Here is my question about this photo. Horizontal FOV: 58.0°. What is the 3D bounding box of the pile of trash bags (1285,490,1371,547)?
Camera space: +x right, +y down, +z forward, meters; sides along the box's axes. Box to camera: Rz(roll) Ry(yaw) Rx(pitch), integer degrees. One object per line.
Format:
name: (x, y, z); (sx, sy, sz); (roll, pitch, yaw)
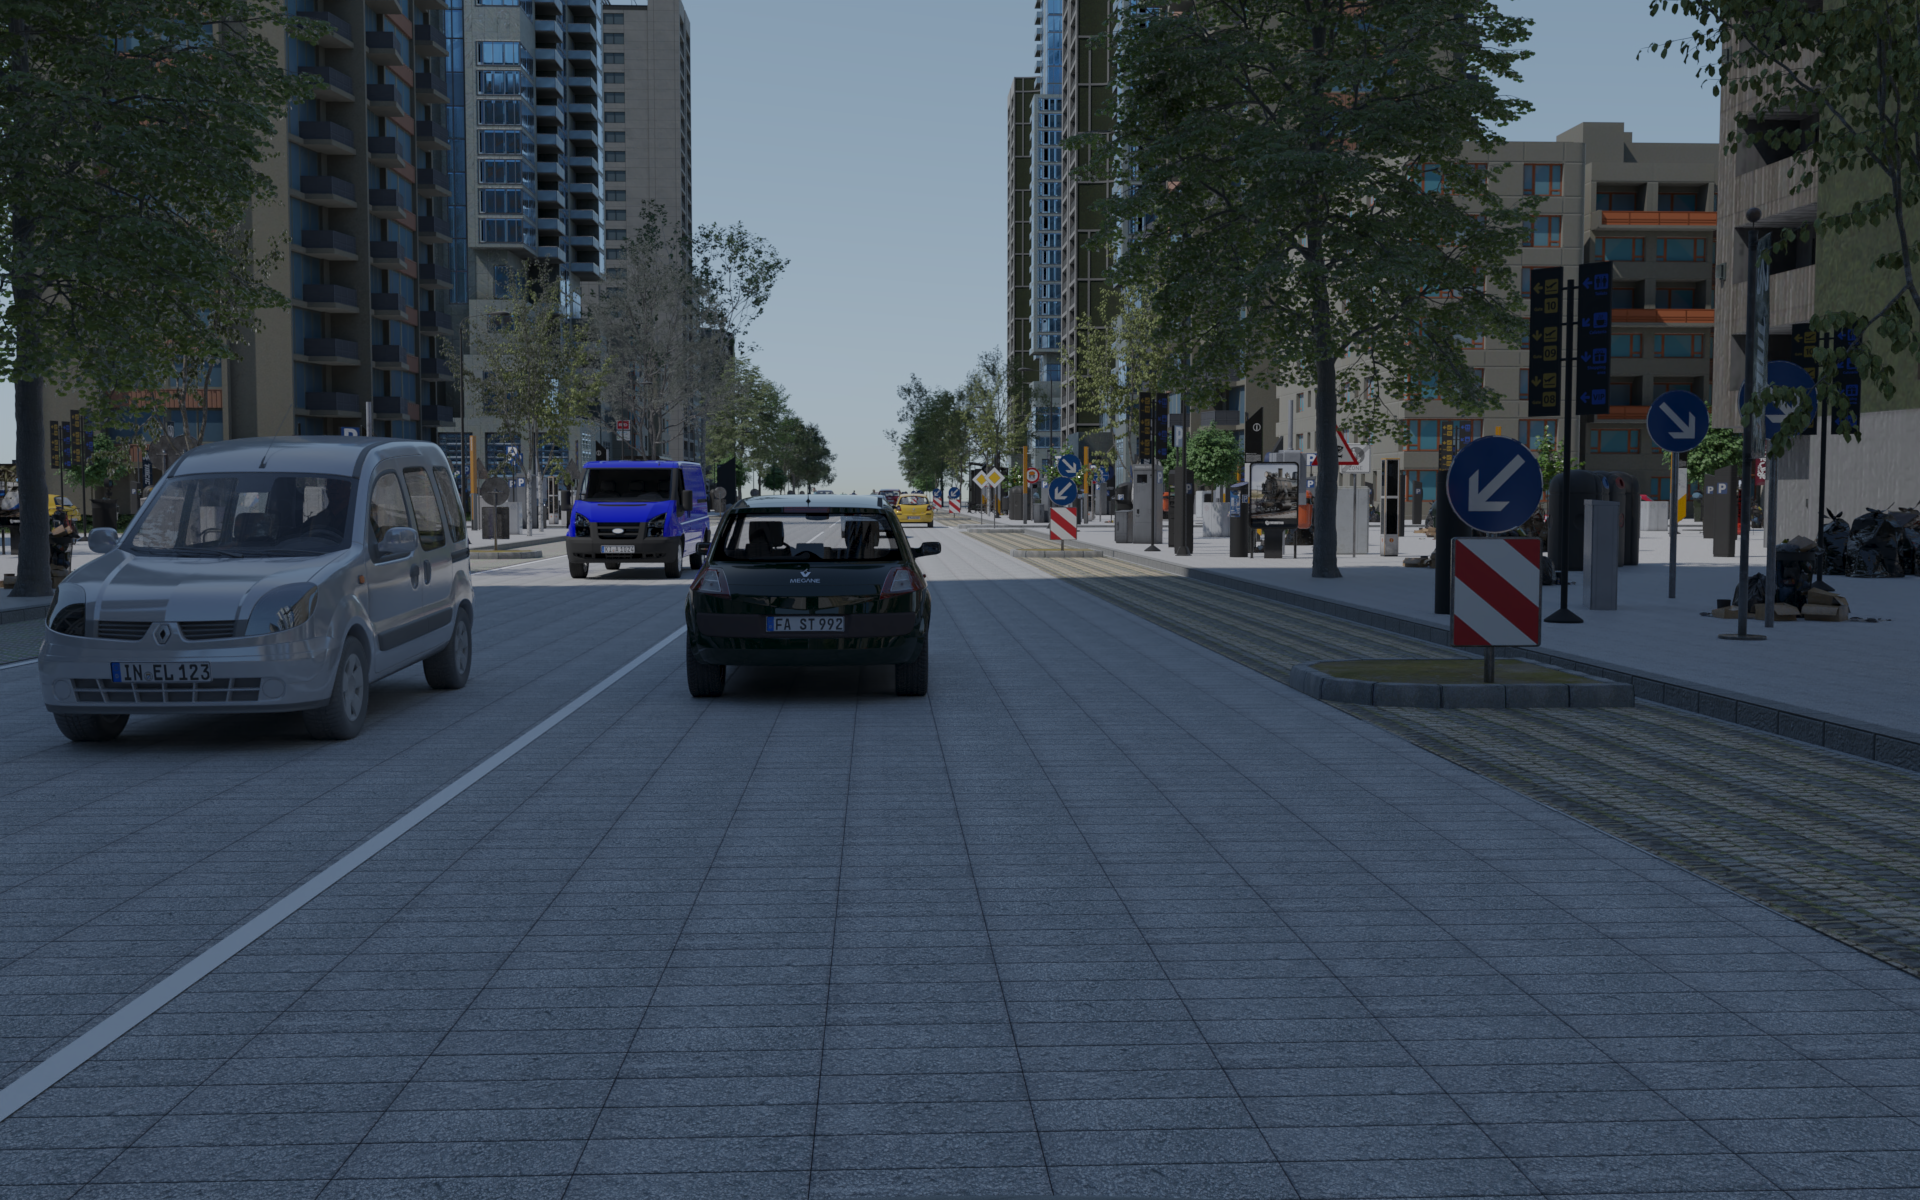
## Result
pile of trash bags: (8.918, -2.044, 43.174); (1.912, 1.369, 3.447); (2, 4, 24)

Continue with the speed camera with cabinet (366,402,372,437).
speed camera with cabinet: (-12.846, -2.583, 36.569); (0.660, 3.252, 2.038); (2, 4, 28)

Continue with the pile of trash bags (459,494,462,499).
pile of trash bags: (-26.433, -4.679, 86.254); (3.447, 1.369, 1.912); (1, 4, 12)

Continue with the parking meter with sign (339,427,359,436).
parking meter with sign: (-16.559, -3.022, 45.667); (1.738, 3.016, 0.543); (3, 4, 37)

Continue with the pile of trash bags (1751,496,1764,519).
pile of trash bags: (38.005, -4.472, 82.877); (3.447, 1.369, 1.912); (1, 4, 21)

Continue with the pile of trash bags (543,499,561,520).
pile of trash bags: (-19.588, -4.696, 86.530); (1.912, 1.369, 3.447); (1, 4, 15)

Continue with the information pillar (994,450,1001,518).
information pillar: (1.998, -6.210, 92.894); (0.183, 3.616, 0.504); (3, 4, 38)

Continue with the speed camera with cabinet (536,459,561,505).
speed camera with cabinet: (-21.337, -5.874, 90.383); (2.038, 3.252, 0.660); (1, 4, 10)

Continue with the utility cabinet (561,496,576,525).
utility cabinet: (-15.924, -3.672, 71.199); (1.020, 1.237, 0.306); (2, 4, 29)

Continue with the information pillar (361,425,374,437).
information pillar: (-20.263, -4.158, 59.345); (0.504, 3.616, 0.183); (-3, 5, -42)

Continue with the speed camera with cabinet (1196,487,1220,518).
speed camera with cabinet: (13.906, -6.152, 94.918); (2.038, 3.252, 0.660); (-2, 4, -30)

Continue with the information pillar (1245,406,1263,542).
information pillar: (7.891, -3.369, 46.441); (0.504, 3.616, 0.183); (2, 4, 30)

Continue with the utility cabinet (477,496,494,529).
utility cabinet: (-17.093, -3.177, 63.108); (1.020, 1.237, 0.306); (0, 4, 5)

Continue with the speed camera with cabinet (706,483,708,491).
speed camera with cabinet: (-19.675, -8.309, 130.194); (0.660, 3.252, 2.038); (2, 4, 24)

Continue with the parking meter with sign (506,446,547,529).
parking meter with sign: (-15.909, -4.126, 63.722); (0.543, 3.016, 1.738); (1, 4, 23)

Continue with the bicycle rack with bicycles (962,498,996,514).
bicycle rack with bicycles: (1.939, -6.095, 113.039); (2.925, 0.926, 2.852); (1, 4, 12)

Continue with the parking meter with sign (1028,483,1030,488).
parking meter with sign: (3.825, -5.638, 88.435); (1.738, 3.016, 0.543); (-1, 4, -10)

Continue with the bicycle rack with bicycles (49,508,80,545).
bicycle rack with bicycles: (-23.693, -1.860, 43.796); (2.852, 0.926, 2.925); (-2, 4, -31)

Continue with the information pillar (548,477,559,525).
information pillar: (-17.112, -4.185, 72.911); (0.304, 2.012, 0.304); (2, 4, 30)

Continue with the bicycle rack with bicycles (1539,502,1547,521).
bicycle rack with bicycles: (26.149, -4.077, 80.038); (2.925, 0.926, 2.852); (-3, 5, -39)

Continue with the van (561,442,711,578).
van: (-5.746, -1.642, 31.232); (2.240, 2.365, 5.245); (0, 4, -2)

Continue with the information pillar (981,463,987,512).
information pillar: (1.786, -8.238, 126.048); (0.504, 3.616, 0.183); (-2, 4, -32)

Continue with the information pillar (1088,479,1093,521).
information pillar: (6.066, -4.696, 81.264); (0.304, 2.012, 0.304); (0, 4, 7)

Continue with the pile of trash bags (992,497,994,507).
pile of trash bags: (2.779, -7.863, 138.309); (3.447, 1.369, 1.912); (0, 4, -6)

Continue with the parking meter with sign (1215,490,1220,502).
parking meter with sign: (14.731, -6.227, 98.077); (0.543, 3.016, 1.738); (1, 4, 16)

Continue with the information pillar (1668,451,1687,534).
information pillar: (22.970, -3.916, 55.380); (0.504, 3.616, 0.183); (0, 4, 3)

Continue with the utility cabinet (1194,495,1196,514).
utility cabinet: (14.997, -5.982, 108.962); (1.020, 1.237, 0.306); (-1, 4, -19)

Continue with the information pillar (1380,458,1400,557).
information pillar: (8.825, -1.900, 35.562); (0.304, 2.012, 0.304); (0, 4, -4)

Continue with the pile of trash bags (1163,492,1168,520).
pile of trash bags: (9.902, -4.692, 86.459); (1.912, 1.369, 3.447); (-1, 4, -10)

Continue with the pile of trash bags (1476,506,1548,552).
pile of trash bags: (13.219, -1.771, 38.716); (3.447, 1.369, 1.912); (-1, 4, -9)

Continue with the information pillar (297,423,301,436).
information pillar: (-21.825, -4.031, 57.268); (0.183, 3.616, 0.504); (-2, 4, -26)

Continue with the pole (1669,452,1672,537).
pole: (21.418, -3.554, 51.943); (0.158, 3.312, 0.155); (0, 3, 0)

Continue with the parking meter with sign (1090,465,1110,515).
parking meter with sign: (8.541, -6.617, 104.455); (0.543, 3.016, 1.738); (3, 5, 39)

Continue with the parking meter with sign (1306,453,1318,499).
parking meter with sign: (14.792, -4.704, 73.173); (0.543, 3.016, 1.738); (1, 4, 14)

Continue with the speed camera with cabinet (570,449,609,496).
speed camera with cabinet: (-16.107, -5.008, 76.216); (2.038, 3.252, 0.660); (-2, 4, -28)

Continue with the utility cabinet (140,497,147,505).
utility cabinet: (-15.167, -1.354, 33.297); (1.020, 1.237, 0.306); (0, 4, -4)

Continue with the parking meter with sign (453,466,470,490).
parking meter with sign: (-31.219, -6.800, 107.434); (1.738, 3.016, 0.543); (2, 4, 30)

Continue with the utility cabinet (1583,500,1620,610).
utility cabinet: (7.251, -0.515, 19.587); (0.306, 1.237, 1.020); (1, 4, 15)

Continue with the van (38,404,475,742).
van: (-4.415, -0.266, 11.364); (2.013, 2.044, 4.112); (0, 4, -3)

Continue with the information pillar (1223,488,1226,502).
information pillar: (12.889, -5.690, 84.380); (0.183, 3.616, 0.504); (1, 4, 11)

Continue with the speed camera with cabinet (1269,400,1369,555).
speed camera with cabinet: (7.620, -2.595, 36.763); (2.038, 3.252, 0.660); (0, 4, -6)

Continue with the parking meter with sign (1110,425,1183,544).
parking meter with sign: (4.841, -2.954, 44.564); (1.738, 3.016, 0.543); (2, 4, 33)

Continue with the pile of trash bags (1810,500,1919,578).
pile of trash bags: (15.269, -1.060, 27.077); (3.447, 1.369, 1.912); (0, 4, 7)

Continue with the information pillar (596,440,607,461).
information pillar: (-15.556, -5.122, 75.098); (0.504, 3.616, 0.183); (1, 4, 9)

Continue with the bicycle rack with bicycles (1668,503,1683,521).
bicycle rack with bicycles: (32.778, -4.245, 82.783); (2.852, 0.926, 2.925); (-1, 4, -8)

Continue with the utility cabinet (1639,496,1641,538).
utility cabinet: (19.291, -2.405, 50.490); (0.306, 1.237, 1.020); (-3, 5, -42)

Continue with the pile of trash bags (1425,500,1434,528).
pile of trash bags: (18.352, -3.160, 61.416); (3.447, 1.369, 1.912); (0, 4, -3)

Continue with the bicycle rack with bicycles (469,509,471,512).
bicycle rack with bicycles: (-37.593, -6.891, 126.043); (2.925, 0.926, 2.852); (2, 4, 26)

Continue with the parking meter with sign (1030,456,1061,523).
parking meter with sign: (3.949, -4.953, 77.243); (0.543, 3.016, 1.738); (3, 4, 38)
